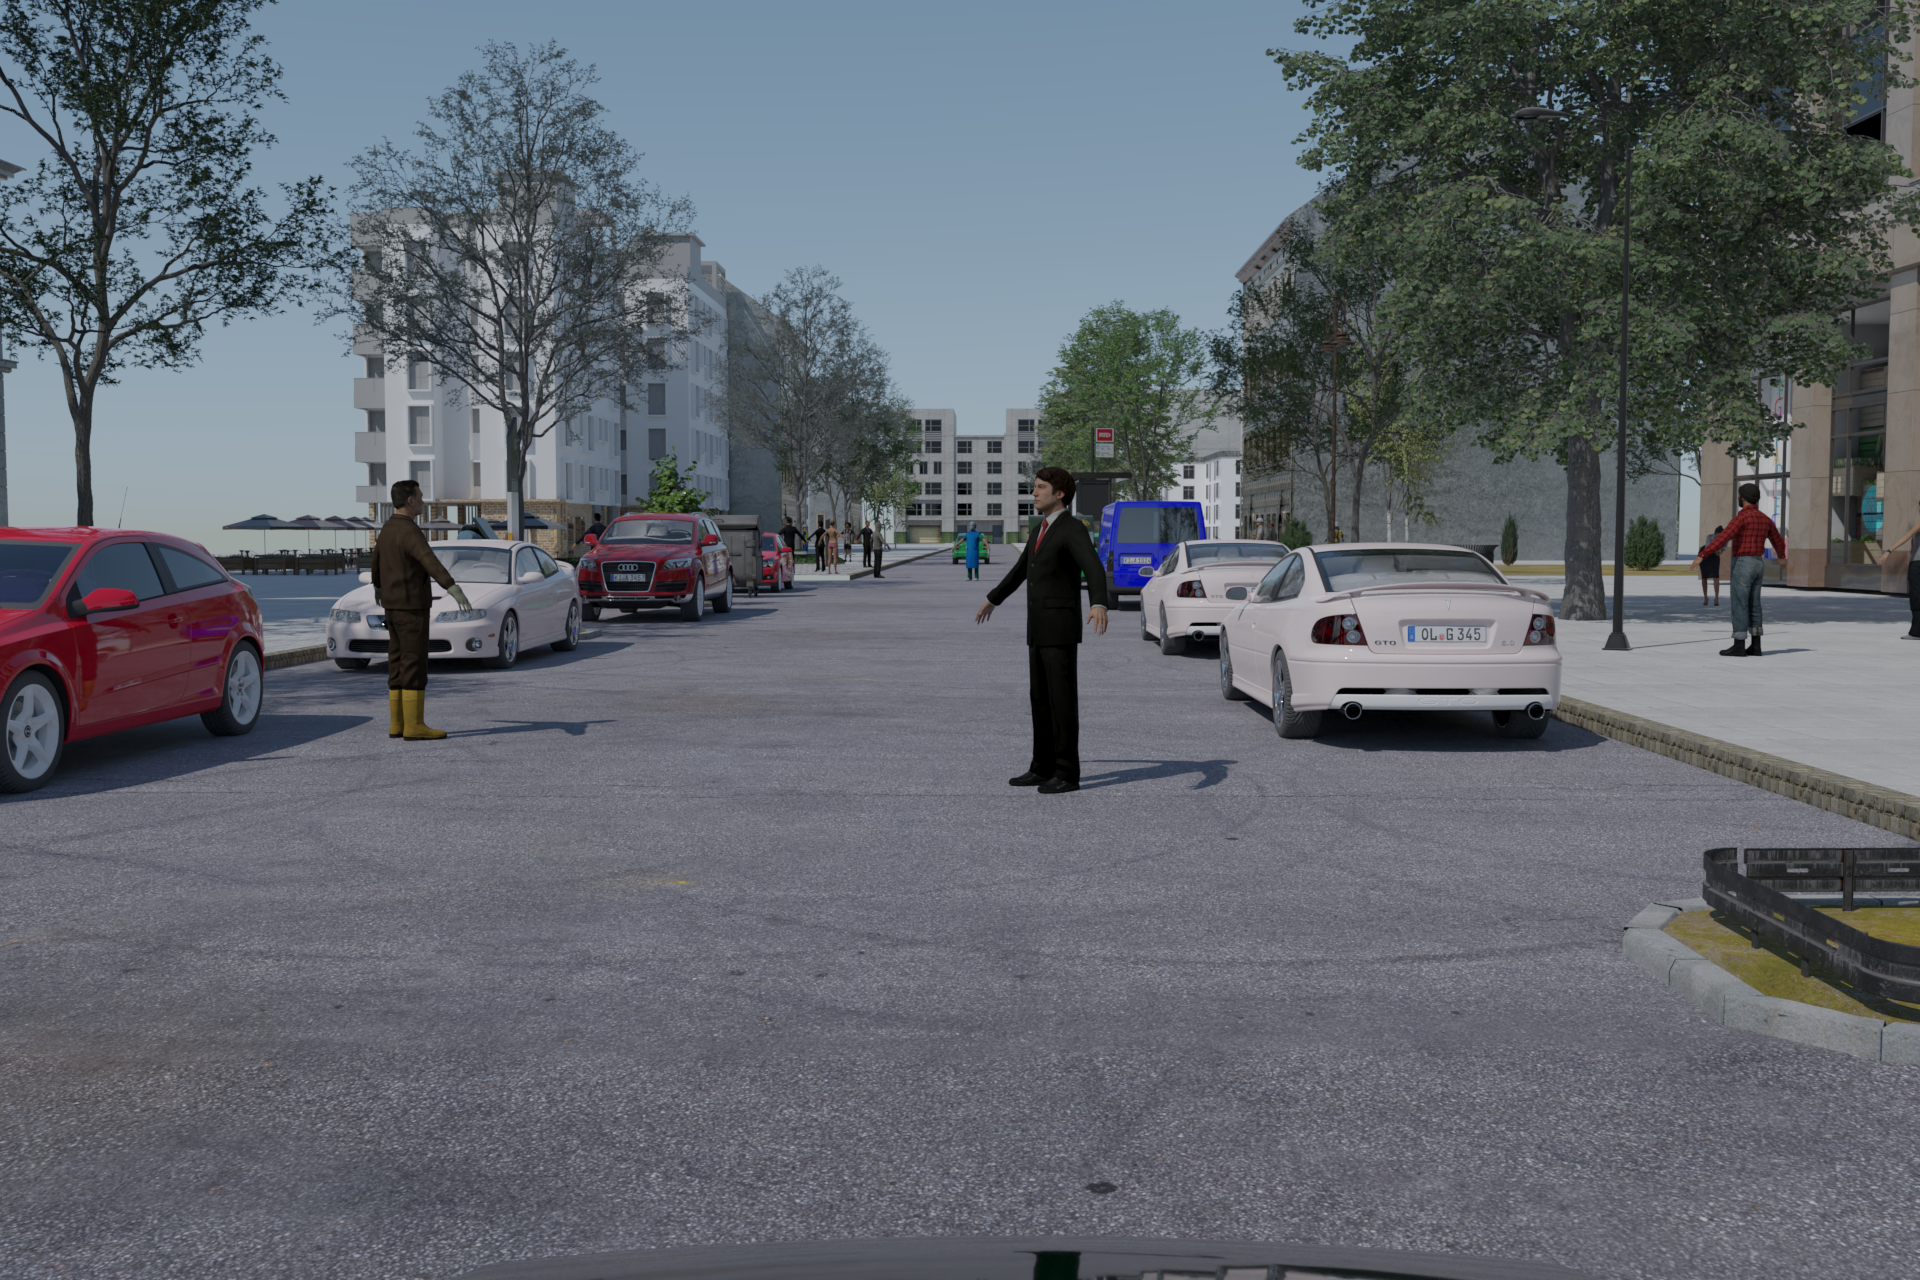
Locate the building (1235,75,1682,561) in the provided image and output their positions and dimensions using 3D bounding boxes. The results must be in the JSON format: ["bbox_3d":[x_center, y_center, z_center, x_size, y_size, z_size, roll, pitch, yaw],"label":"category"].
[{"bbox_3d":[25.509,-15.960,91.872,19.493,23.208,18.063,0,4,1],"label":"building"}]

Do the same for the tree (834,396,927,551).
[{"bbox_3d":[-6.307,-12.564,131.170,9.928,11.665,9.643,0,3,0],"label":"tree"}]

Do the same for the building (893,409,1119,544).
[{"bbox_3d":[6.617,-23.325,250.282,31.486,18.905,16.747,0,4,1],"label":"building"}]

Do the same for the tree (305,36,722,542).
[{"bbox_3d":[-10.920,-8.103,42.851,12.009,13.543,11.850,0,3,0],"label":"tree"}]

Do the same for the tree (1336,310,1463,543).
[{"bbox_3d":[13.909,-6.409,55.147,4.737,8.622,4.395,0,3,0],"label":"tree"}]

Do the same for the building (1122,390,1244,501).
[{"bbox_3d":[30.194,-21.669,220.741,16.747,18.905,31.486,0,4,1],"label":"building"}]

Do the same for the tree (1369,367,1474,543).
[{"bbox_3d":[18.728,-7.494,72.888,4.360,8.622,3.978,0,3,0],"label":"tree"}]

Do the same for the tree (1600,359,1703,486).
[{"bbox_3d":[28.996,-8.129,67.315,8.767,10.594,7.601,-2,4,-26],"label":"tree"}]

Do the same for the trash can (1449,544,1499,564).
[{"bbox_3d":[6.932,-0.727,23.547,0.748,1.137,0.748,0,3,0],"label":"trash can"}]

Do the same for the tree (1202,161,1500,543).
[{"bbox_3d":[9.733,-6.648,43.102,8.767,10.594,7.601,2,4,29],"label":"tree"}]

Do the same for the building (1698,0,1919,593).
[{"bbox_3d":[29.599,-15.887,25.981,22.709,31.103,35.509,0,4,1],"label":"building"}]

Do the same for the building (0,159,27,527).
[{"bbox_3d":[-31.103,-15.053,33.508,14.401,28.519,23.554,0,4,1],"label":"building"}]

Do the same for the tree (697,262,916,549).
[{"bbox_3d":[-7.239,-10.259,78.097,12.009,13.543,11.850,0,3,0],"label":"tree"}]

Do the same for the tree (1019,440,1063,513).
[{"bbox_3d":[9.862,-13.679,158.069,8.767,10.594,7.601,-3,4,-38],"label":"tree"}]

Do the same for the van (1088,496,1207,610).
[{"bbox_3d":[3.700,-1.828,34.279,2.240,2.365,5.245,0,4,1],"label":"van"}]

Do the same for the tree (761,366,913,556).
[{"bbox_3d":[-6.725,-9.780,94.318,8.767,10.594,7.601,0,4,-3],"label":"tree"}]

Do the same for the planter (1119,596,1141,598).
[{"bbox_3d":[4.045,-1.136,39.715,1.991,0.319,1.994,0,4,1],"label":"planter"}]

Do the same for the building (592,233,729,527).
[{"bbox_3d":[-21.722,-15.524,110.244,16.016,20.090,11.380,0,4,1],"label":"building"}]

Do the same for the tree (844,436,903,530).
[{"bbox_3d":[-6.318,-10.433,120.948,4.737,8.622,4.395,0,3,0],"label":"tree"}]

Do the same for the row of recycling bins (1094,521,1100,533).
[{"bbox_3d":[4.395,-2.936,55.118,1.069,1.692,3.534,0,4,0],"label":"row of recycling bins"}]

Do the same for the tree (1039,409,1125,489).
[{"bbox_3d":[8.603,-11.312,119.358,7.601,10.594,8.767,-3,5,-39],"label":"tree"}]

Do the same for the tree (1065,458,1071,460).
[{"bbox_3d":[8.992,-10.902,128.613,4.737,8.622,4.395,0,3,0],"label":"tree"}]

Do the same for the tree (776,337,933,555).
[{"bbox_3d":[-6.935,-12.010,106.728,12.009,13.543,11.850,0,3,0],"label":"tree"}]

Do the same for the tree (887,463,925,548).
[{"bbox_3d":[-5.555,-12.477,154.365,4.737,8.622,4.395,0,3,0],"label":"tree"}]

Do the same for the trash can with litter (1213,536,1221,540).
[{"bbox_3d":[7.577,-2.479,51.595,1.678,1.210,2.233,0,4,1],"label":"trash can with litter"}]

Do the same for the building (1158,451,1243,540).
[{"bbox_3d":[27.200,-15.045,188.132,9.099,9.664,28.070,0,4,1],"label":"building"}]

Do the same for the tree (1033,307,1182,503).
[{"bbox_3d":[7.313,-10.337,87.133,7.486,12.596,7.792,0,3,0],"label":"tree"}]

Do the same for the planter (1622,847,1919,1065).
[{"bbox_3d":[3.239,0.957,5.487,1.991,0.319,1.994,0,4,2],"label":"planter"}]

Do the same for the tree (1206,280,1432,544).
[{"bbox_3d":[13.504,-7.880,63.255,8.767,10.594,7.601,-1,4,-18],"label":"tree"}]

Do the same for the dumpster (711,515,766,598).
[{"bbox_3d":[-5.389,-1.892,39.152,1.865,1.857,1.264,0,4,1],"label":"dumpster"}]

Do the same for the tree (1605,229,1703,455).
[{"bbox_3d":[23.852,-7.850,54.101,9.928,11.665,9.643,0,3,0],"label":"tree"}]

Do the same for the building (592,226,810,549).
[{"bbox_3d":[-22.037,-18.485,133.161,19.493,23.208,18.063,0,4,1],"label":"building"}]

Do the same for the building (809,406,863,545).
[{"bbox_3d":[-22.249,-23.648,217.571,19.493,23.208,18.063,0,4,1],"label":"building"}]

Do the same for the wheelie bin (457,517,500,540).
[{"bbox_3d":[-9.020,-1.503,32.484,0.693,1.594,0.980,0,4,2],"label":"wheelie bin"}]

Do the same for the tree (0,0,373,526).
[{"bbox_3d":[-11.541,-5.364,22.107,8.767,10.594,7.601,1,4,13],"label":"tree"}]

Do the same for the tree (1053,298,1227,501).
[{"bbox_3d":[7.931,-9.175,75.762,9.928,11.665,9.643,0,3,0],"label":"tree"}]

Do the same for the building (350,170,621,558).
[{"bbox_3d":[-25.768,-14.377,91.488,16.016,20.090,11.380,0,4,2],"label":"building"}]

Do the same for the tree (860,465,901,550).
[{"bbox_3d":[-6.409,-11.808,143.427,4.737,8.622,4.395,0,3,0],"label":"tree"}]

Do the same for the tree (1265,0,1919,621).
[{"bbox_3d":[9.388,-7.266,25.448,9.857,13.997,8.962,0,3,0],"label":"tree"}]

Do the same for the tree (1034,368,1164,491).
[{"bbox_3d":[8.456,-10.921,104.317,9.928,11.665,9.643,0,3,0],"label":"tree"}]

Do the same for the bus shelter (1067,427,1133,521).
[{"bbox_3d":[4.751,-5.206,62.751,2.179,5.291,8.768,0,4,-1],"label":"bus shelter"}]

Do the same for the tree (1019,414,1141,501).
[{"bbox_3d":[9.844,-14.095,140.816,12.009,13.543,11.850,0,3,0],"label":"tree"}]

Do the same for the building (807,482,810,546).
[{"bbox_3d":[-20.089,-14.574,180.434,9.099,9.664,28.070,0,4,1],"label":"building"}]
